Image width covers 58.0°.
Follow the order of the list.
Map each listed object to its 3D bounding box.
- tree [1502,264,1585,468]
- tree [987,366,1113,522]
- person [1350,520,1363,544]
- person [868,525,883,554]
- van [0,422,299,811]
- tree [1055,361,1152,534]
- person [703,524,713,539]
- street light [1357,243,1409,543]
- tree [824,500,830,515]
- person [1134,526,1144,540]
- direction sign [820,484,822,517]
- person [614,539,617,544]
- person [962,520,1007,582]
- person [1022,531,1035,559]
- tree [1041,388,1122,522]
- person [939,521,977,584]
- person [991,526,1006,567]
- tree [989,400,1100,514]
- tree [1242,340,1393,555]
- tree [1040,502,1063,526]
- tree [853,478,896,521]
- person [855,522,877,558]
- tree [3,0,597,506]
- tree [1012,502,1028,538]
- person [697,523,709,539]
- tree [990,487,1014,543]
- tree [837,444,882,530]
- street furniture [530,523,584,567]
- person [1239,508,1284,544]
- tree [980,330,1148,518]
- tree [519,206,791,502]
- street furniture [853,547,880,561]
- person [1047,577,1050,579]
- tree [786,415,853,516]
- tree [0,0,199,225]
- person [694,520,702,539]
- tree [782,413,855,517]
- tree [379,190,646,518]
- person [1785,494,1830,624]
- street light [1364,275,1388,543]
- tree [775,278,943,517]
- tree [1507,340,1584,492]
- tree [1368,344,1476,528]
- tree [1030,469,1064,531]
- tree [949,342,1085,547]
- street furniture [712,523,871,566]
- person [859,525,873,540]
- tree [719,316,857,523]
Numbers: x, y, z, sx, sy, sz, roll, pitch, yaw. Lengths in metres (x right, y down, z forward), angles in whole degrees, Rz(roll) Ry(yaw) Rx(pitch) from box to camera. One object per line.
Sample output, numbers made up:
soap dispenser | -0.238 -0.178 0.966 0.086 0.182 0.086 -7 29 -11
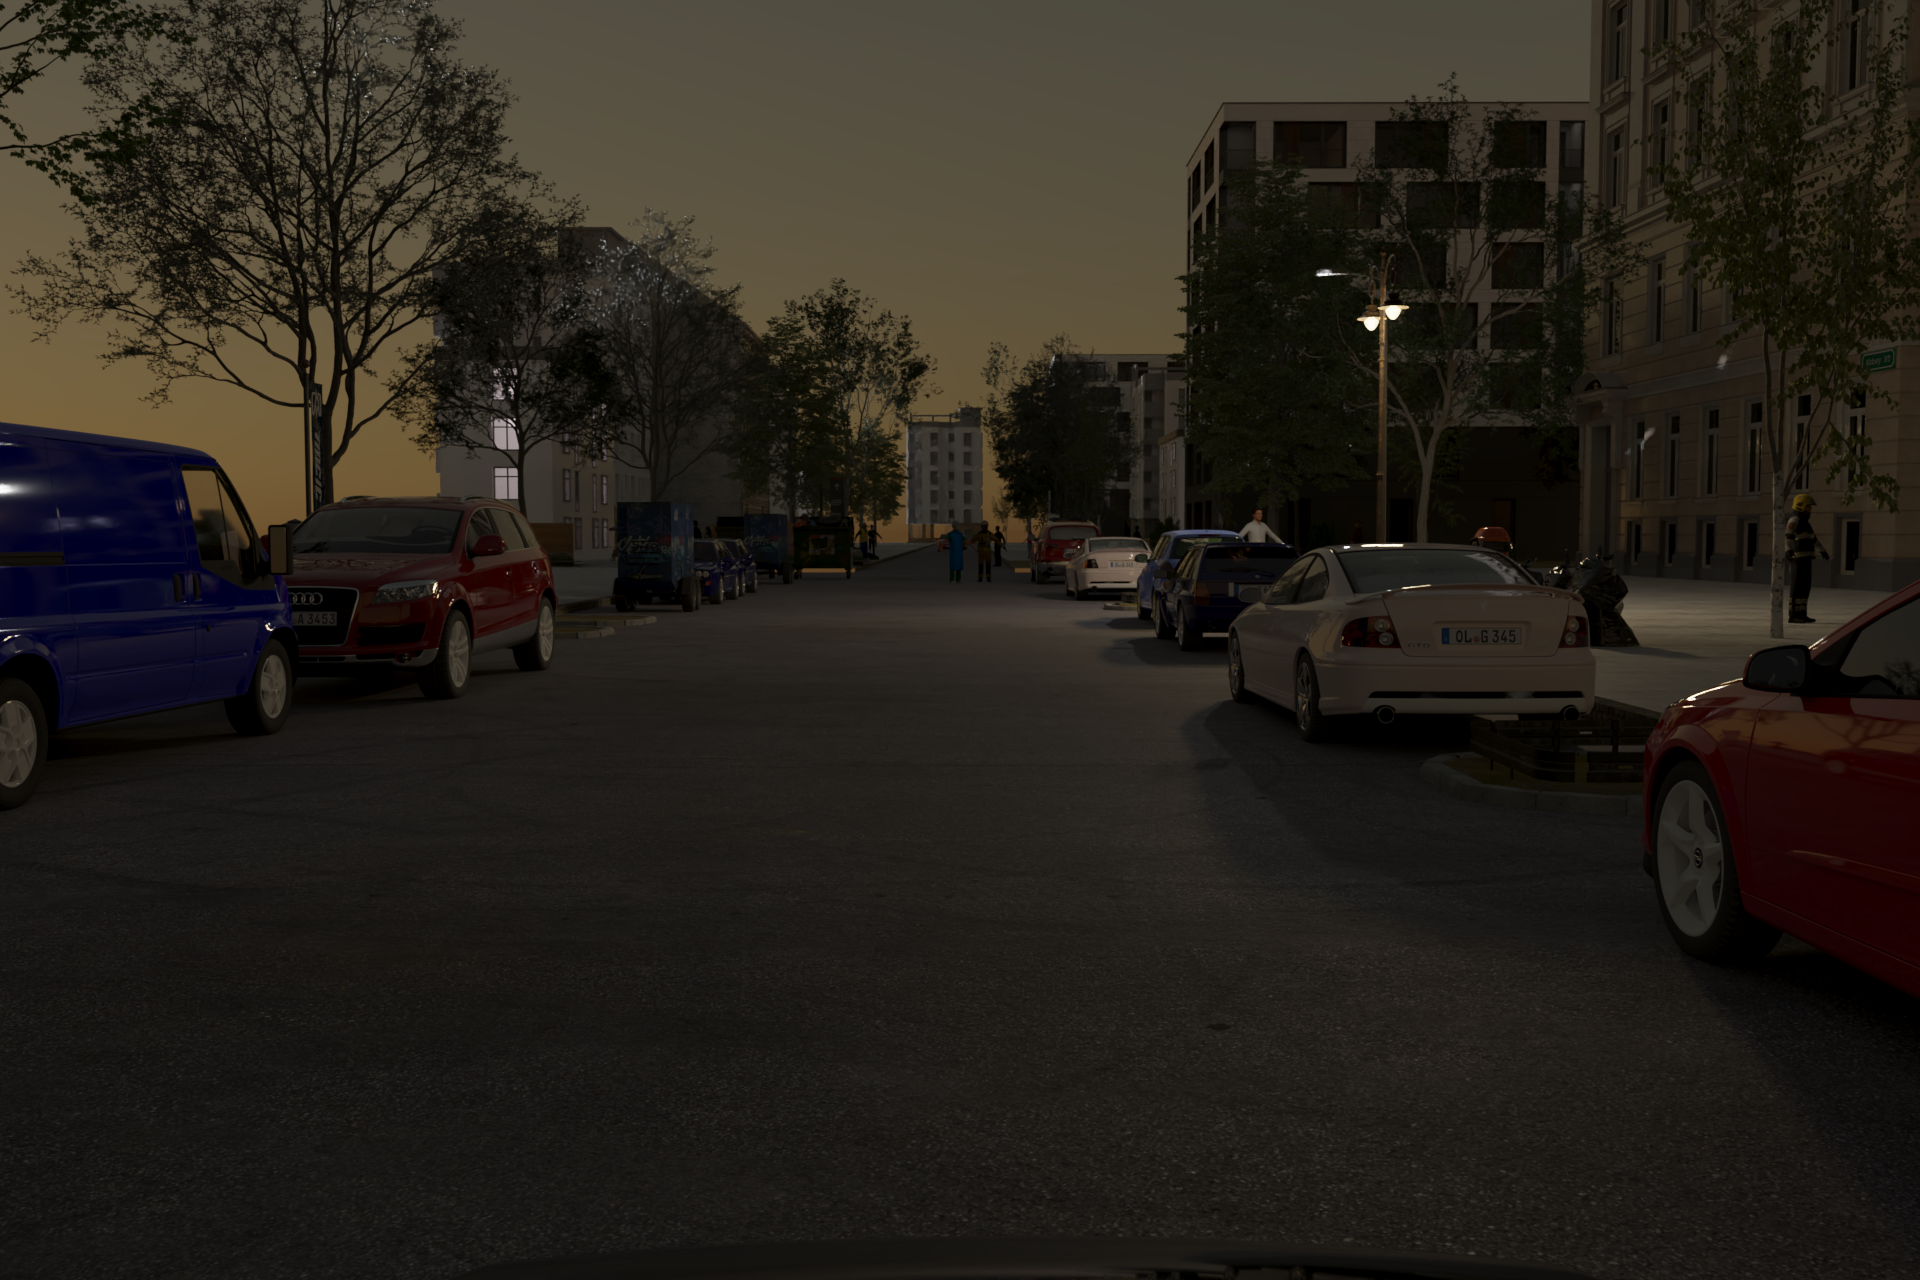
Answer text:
tree | 24.470 -8.538 65.352 9.928 11.665 9.643 0 3 0
tree | 7.019 -13.706 130.749 9.857 13.997 8.962 0 3 0
person | 12.664 -2.976 55.462 0.721 1.729 1.215 2 4 24
person | -5.173 -5.839 101.401 1.347 1.837 0.705 1 4 8
van | -5.828 -0.381 10.614 2.240 2.365 5.245 0 4 1
tree | 5.941 -7.544 73.703 4.360 8.622 3.978 0 3 0
person | -14.994 -5.949 103.047 0.705 1.856 1.354 1 4 12
street light | 6.761 -3.367 27.837 0.468 5.910 1.993 0 3 0
tree | -21.010 -19.708 256.630 7.601 10.594 8.767 0 4 1
person | 9.745 -5.365 94.437 0.721 1.740 1.216 -1 4 -16
direction sign | -6.261 -5.270 78.167 0.379 3.537 0.876 0 4 1
person | -12.350 -3.617 65.279 1.346 1.812 0.704 -1 4 -9
person | 0.736 -2.673 51.926 1.354 1.858 0.705 0 4 5
person | 3.603 -4.949 90.188 0.599 1.433 0.991 3 5 44
tree | 6.501 -8.360 87.043 4.360 8.622 3.978 0 3 0
person | -0.100 -2.526 49.888 1.347 1.817 0.704 -3 4 -39
person | 1.637 -4.133 76.249 0.704 1.802 1.346 3 4 39
tree | 6.284 -11.381 120.495 7.601 10.594 8.767 2 4 34
tree | 14.574 -8.526 73.818 8.767 10.594 7.601 2 4 30
tree | 7.742 -12.621 156.718 4.737 8.622 4.395 0 3 0
tree | -12.880 -20.007 261.531 7.601 10.594 8.767 1 4 9
person | -4.313 -4.419 78.221 1.349 1.833 0.705 -3 5 -44
tree | -12.094 -7.502 33.027 12.009 13.543 11.850 0 3 0
tree | 9.988 -19.043 261.715 4.737 8.622 4.395 0 3 0
person | -11.759 -4.377 77.428 1.347 1.847 0.705 -1 4 -13
tree | 6.598 -18.708 256.236 4.737 8.622 4.395 0 3 0
tree | -8.661 -11.564 139.434 4.737 8.622 4.395 0 3 0
street furniture | -19.700 -3.860 69.967 9.812 1.723 11.010 -1 4 -11
person | 6.045 -1.774 35.166 1.344 1.810 0.704 -1 4 -21
tree | 6.405 -11.939 105.571 12.009 13.543 11.850 0 3 0
tree | -11.303 -9.407 64.179 12.009 13.543 11.850 0 3 0
street furniture | -8.840 -4.169 83.794 10.072 0.657 5.734 0 4 1
person | 2.674 -2.838 55.321 0.721 1.772 1.216 1 4 22
tree | -7.953 -9.562 106.694 4.360 8.622 3.978 0 3 0
tree | -11.627 -5.588 17.125 9.928 11.665 9.643 0 3 0
person | -10.007 -3.611 65.218 0.705 1.806 1.347 1 4 20
tree | -8.449 -9.166 100.221 4.737 8.622 4.395 0 3 0
tree | -12.354 -6.933 47.761 7.601 10.594 8.767 -1 4 -21
person | 12.132 -1.171 24.919 1.351 1.858 0.704 -3 5 -43
street light | 7.997 -3.541 30.433 1.470 5.913 1.316 0 3 0
tree | -7.602 -16.536 126.253 12.611 20.169 13.585 0 3 0
tree | 28.953 -8.708 76.791 8.767 10.594 7.601 -1 4 -21
tree | 17.436 -7.020 65.141 4.737 8.622 4.395 0 3 0
tree | 7.295 -11.588 139.830 4.737 8.622 4.395 0 3 0
tree | 5.751 -19.288 171.246 12.611 20.169 13.585 0 3 0
street furniture | -6.687 -3.941 71.292 11.010 1.723 9.812 0 4 -4
person | -5.437 -5.713 99.596 0.705 1.806 1.347 -3 4 -37
tree | -9.110 -10.571 90.955 7.486 12.596 7.792 0 3 0
